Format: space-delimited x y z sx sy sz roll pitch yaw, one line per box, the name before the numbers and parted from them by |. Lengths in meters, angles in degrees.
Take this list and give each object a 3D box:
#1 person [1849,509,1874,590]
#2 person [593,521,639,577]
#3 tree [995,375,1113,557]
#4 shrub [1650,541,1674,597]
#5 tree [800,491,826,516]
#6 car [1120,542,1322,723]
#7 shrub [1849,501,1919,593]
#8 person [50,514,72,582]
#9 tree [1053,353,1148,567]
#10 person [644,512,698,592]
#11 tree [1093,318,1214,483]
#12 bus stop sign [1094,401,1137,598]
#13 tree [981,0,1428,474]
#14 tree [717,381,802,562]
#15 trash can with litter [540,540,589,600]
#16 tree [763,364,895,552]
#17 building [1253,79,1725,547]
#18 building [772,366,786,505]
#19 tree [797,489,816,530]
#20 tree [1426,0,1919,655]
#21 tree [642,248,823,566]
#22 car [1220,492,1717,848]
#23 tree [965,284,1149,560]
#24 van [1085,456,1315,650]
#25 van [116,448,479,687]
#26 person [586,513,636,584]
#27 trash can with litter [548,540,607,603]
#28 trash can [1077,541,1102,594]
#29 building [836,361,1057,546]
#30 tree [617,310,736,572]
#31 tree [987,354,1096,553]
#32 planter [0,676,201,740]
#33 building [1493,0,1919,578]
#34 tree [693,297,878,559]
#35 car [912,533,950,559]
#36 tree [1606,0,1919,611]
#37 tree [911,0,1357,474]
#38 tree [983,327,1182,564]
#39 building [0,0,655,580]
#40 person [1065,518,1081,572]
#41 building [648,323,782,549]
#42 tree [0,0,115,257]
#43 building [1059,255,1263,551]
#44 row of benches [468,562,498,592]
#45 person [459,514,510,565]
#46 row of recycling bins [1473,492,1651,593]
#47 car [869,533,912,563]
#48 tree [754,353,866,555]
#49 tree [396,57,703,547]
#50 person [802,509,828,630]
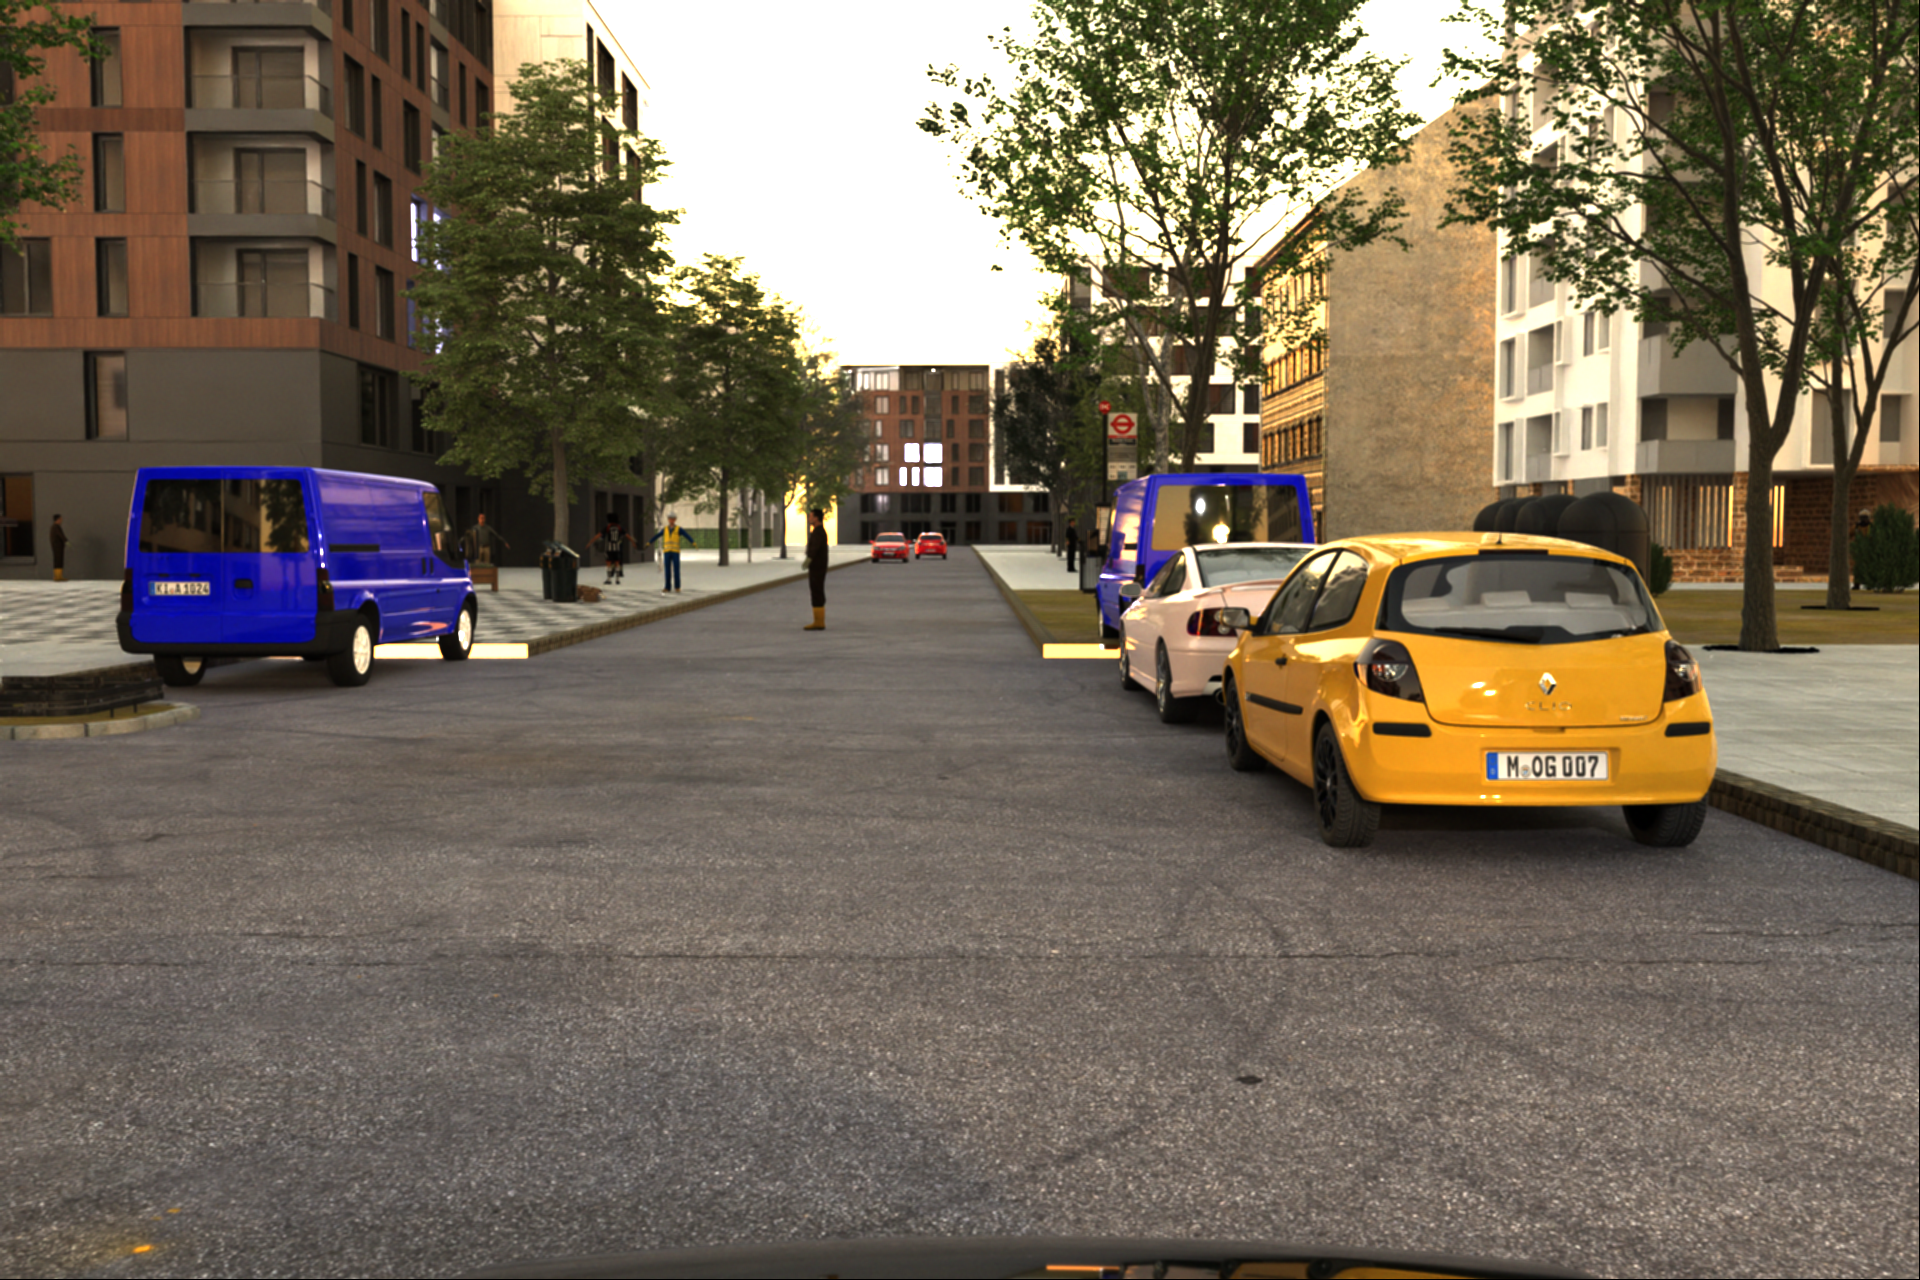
person | 20.769 -2.082 39.811 1.354 1.858 0.705 3 4 38
person | -10.302 -2.819 51.865 1.354 1.856 0.705 0 4 -6
tree | 5.782 -9.997 97.858 8.767 10.594 7.601 2 4 24
shrub | 13.974 -1.471 35.163 1.383 1.207 1.383 0 3 0
tree | -17.601 -16.340 217.513 4.360 8.622 3.978 0 3 0
car | 2.430 -0.131 14.501 2.083 1.381 4.827 0 4 -1
shrub | 20.189 -2.032 37.641 1.690 2.028 1.600 0 3 0
person | -24.357 -2.490 46.844 0.704 1.812 1.346 -3 5 -45
tree | 5.448 -7.168 67.560 4.737 8.622 4.395 0 3 0
person | -6.385 -1.947 38.290 1.216 1.772 0.721 0 4 6
tree | 6.349 -6.675 59.503 4.737 8.622 4.395 0 3 0
bus stop sign | 3.120 -2.819 34.795 0.855 3.939 0.416 0 4 -2
tree | 3.927 -6.294 28.663 9.928 11.665 9.643 0 3 0
tree | -9.643 -7.805 77.973 4.360 8.622 3.978 0 3 0
trash can with litter | -7.674 -1.376 33.885 1.055 1.170 0.624 0 4 0
tree | -9.703 -13.010 123.085 12.009 13.543 11.850 0 3 0
building | 26.065 -15.726 88.044 19.493 23.208 18.063 0 4 0
building | -24.748 -19.961 182.774 16.016 20.090 11.380 0 3 0
tree | -17.524 -16.061 212.951 4.360 8.622 3.978 0 3 0
tree | 8.892 -5.687 18.738 9.928 11.665 9.643 0 3 0
tree | -9.145 -9.253 69.411 7.486 12.596 7.792 0 3 0
car | 2.499 0.053 9.349 2.015 1.641 3.980 0 4 -1
tree | 5.384 -10.756 86.227 12.009 13.543 11.850 0 3 0
van | 2.668 -0.941 19.775 2.240 2.365 5.245 0 4 -1
van | -6.542 -0.828 17.929 2.240 2.365 5.245 0 3 0
person | -8.916 -2.340 44.407 1.345 1.843 0.704 -2 4 -31
trash can with litter | -7.197 -1.297 32.594 1.055 1.170 0.624 0 4 1
trash can | 2.893 -1.581 37.496 0.748 1.137 0.748 0 3 0
building | 1.866 -22.688 217.377 32.646 21.610 27.936 0 4 3
tree | -10.206 -6.558 57.590 4.360 8.622 3.978 0 3 0
tree | 6.330 -12.521 115.085 12.009 13.543 11.850 0 3 0
planter | -6.920 0.496 13.027 1.991 0.319 1.994 0 4 0
building | 23.648 -12.337 58.130 16.016 20.090 11.380 0 4 0
tree | -9.000 -10.943 89.290 12.009 13.543 11.850 0 3 0
car | -1.665 -5.541 99.635 2.155 1.783 4.494 0 4 -1
tree | 15.117 -6.323 29.133 9.928 11.665 9.643 0 3 0
tree | 4.851 -11.658 46.502 12.611 20.169 13.585 0 3 0
tree | 5.275 -8.558 74.331 8.767 10.594 7.601 0 4 -1
building | -28.108 -13.435 63.638 27.936 21.610 32.646 0 3 0
person | 3.794 -3.211 58.432 0.705 1.837 1.347 2 4 24
building | -26.826 -18.017 161.037 16.747 18.905 31.486 0 4 1
tree | -13.094 -5.641 17.986 9.928 11.665 9.643 0 3 0
building | 22.029 -18.304 143.249 27.936 21.610 32.646 0 4 0
row of benches | -12.083 -1.374 37.926 4.104 0.672 1.422 -1 4 -21
person | -12.263 -2.336 44.469 1.348 1.796 0.705 -2 4 -25
row of recycling bins | 6.255 -0.686 18.334 1.069 1.692 3.534 0 4 0
car | -3.519 -4.822 87.878 2.155 1.783 4.494 0 3 0
tree | -9.665 -11.650 108.599 7.486 12.596 7.792 0 3 0
tree | -9.885 -7.558 41.705 7.486 12.596 7.792 0 3 0
person | -2.171 -1.061 25.943 0.704 1.812 1.346 0 4 2
